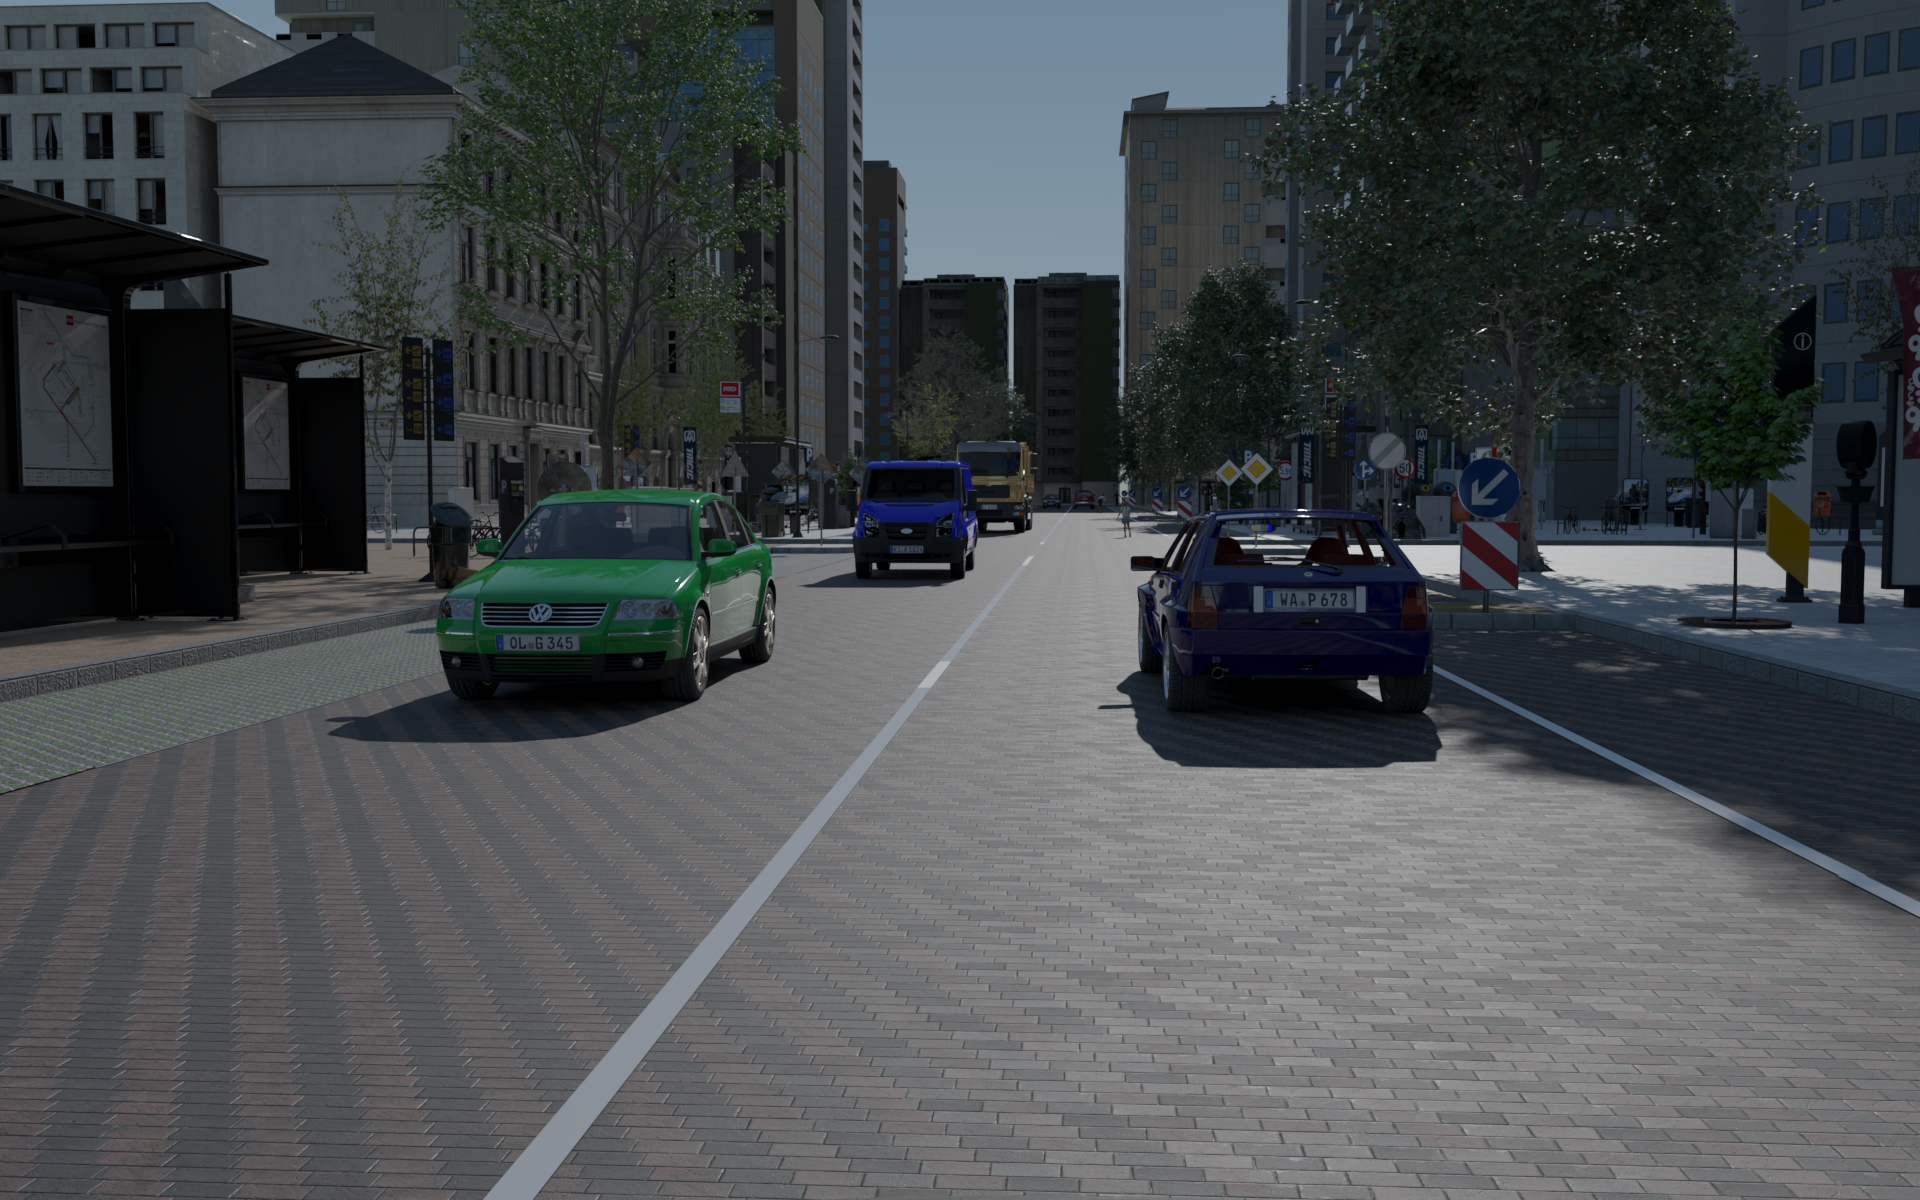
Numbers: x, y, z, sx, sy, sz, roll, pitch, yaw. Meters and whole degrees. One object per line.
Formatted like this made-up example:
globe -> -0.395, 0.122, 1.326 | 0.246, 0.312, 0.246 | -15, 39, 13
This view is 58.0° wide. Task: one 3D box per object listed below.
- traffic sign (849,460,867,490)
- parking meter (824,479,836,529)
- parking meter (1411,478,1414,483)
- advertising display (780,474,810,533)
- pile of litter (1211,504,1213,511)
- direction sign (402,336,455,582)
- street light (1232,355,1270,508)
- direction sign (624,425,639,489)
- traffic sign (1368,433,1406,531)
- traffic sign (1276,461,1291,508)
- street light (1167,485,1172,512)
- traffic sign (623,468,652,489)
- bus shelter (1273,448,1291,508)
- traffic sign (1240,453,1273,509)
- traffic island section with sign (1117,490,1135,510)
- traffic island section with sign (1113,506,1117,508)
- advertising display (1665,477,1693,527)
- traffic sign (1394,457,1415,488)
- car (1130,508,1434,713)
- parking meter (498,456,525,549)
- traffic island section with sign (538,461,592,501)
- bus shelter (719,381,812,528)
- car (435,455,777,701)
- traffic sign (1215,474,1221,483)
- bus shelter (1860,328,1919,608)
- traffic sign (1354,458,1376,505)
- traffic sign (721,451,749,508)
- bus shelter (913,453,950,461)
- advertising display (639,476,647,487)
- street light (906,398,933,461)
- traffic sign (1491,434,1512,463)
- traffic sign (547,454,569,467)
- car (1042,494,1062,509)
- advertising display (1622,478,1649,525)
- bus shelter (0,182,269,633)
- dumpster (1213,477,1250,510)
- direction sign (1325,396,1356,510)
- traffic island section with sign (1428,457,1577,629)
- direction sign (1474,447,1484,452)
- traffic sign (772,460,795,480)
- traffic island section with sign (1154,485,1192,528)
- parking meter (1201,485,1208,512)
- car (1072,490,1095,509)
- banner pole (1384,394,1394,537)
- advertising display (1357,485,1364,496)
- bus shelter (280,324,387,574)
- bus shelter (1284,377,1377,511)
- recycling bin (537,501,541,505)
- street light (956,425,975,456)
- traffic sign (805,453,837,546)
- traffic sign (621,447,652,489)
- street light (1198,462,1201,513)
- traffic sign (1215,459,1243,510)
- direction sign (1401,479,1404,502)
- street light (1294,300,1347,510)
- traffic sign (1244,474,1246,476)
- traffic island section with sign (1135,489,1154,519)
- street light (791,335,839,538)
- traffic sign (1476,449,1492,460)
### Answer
traffic sign -> -2.864, -2.882, 50.758 | 0.795, 2.450, 0.064 | 0, 4, 4
parking meter -> -4.760, -3.525, 63.351 | 0.399, 1.863, 0.255 | -3, 5, -44
parking meter -> 16.626, -3.511, 63.109 | 0.255, 1.863, 0.399 | -2, 4, -34
advertising display -> -5.375, -3.139, 56.533 | 0.974, 1.923, 0.123 | 0, 4, 6
pile of litter -> 15.042, -5.470, 103.395 | 1.176, 0.858, 1.719 | 0, 4, 5
direction sign -> -7.745, -2.037, 25.299 | 0.379, 3.537, 0.876 | 2, 4, 35
street light -> 9.749, -5.211, 57.748 | 1.470, 5.913, 1.316 | 0, 4, 4
direction sign -> -10.764, -3.968, 56.868 | 0.379, 3.537, 0.876 | 1, 4, 22
traffic sign -> 8.847, -2.193, 35.969 | 0.768, 2.556, 0.104 | 0, 4, 6
traffic sign -> 12.438, -4.047, 66.270 | 0.768, 2.556, 0.104 | 1, 4, 9
street light -> 14.506, -9.281, 124.283 | 1.470, 5.913, 1.316 | 0, 4, 4
traffic sign -> -9.462, -3.110, 50.845 | 0.884, 2.594, 0.081 | 1, 4, 9
bus shelter -> 14.276, -4.755, 71.670 | 2.014, 3.302, 5.546 | 0, 4, 4
traffic sign -> 7.191, -2.348, 42.027 | 0.795, 2.450, 0.064 | 0, 4, 4
traffic island section with sign -> 14.941, -8.743, 151.571 | 1.989, 1.847, 2.006 | 0, 4, 4
traffic island section with sign -> 16.878, -10.426, 179.090 | 1.989, 1.847, 2.006 | 0, 4, 4
advertising display -> 28.029, -3.809, 67.498 | 0.974, 1.923, 0.123 | 1, 4, 16
traffic sign -> 15.228, -3.620, 59.294 | 0.768, 2.556, 0.104 | 1, 4, 10
car -> 2.256, -0.008, 12.718 | 1.945, 1.354, 3.894 | 0, 4, 2
parking meter -> -6.914, -1.288, 26.769 | 0.255, 1.863, 0.399 | -3, 5, -39
traffic island section with sign -> -4.716, -0.706, 20.170 | 1.989, 1.847, 2.006 | 0, 4, 4
bus shelter -> -7.249, -5.287, 64.081 | 2.179, 5.291, 8.768 | 0, 4, 4
car -> -2.583, -0.286, 13.469 | 1.959, 1.807, 4.718 | 0, 4, 3
traffic sign -> 14.034, -5.674, 92.881 | 0.768, 2.556, 0.104 | 1, 4, 9
bus shelter -> 11.049, -1.408, 16.940 | 2.014, 3.302, 5.546 | 0, 4, 4
traffic sign -> 14.423, -3.767, 61.691 | 0.768, 2.556, 0.104 | 1, 4, 8
traffic sign -> -6.796, -3.195, 52.238 | 0.884, 2.594, 0.081 | 1, 4, 11
bus shelter -> -1.721, -6.848, 103.252 | 1.731, 3.624, 6.357 | 0, 4, 4
advertising display -> -11.741, -3.590, 63.904 | 0.123, 1.923, 0.974 | -2, 4, -25
street light -> -2.007, -6.787, 83.511 | 1.470, 5.913, 1.316 | 0, 4, 4
traffic sign -> 11.443, -2.201, 36.084 | 0.768, 2.556, 0.104 | 1, 4, 11
traffic sign -> -10.234, -2.570, 44.153 | 0.606, 2.300, 0.079 | 1, 4, 12
car -> 9.124, -9.894, 171.553 | 2.009, 1.686, 4.222 | 0, 4, 6
advertising display -> 27.706, -4.032, 71.141 | 0.974, 1.923, 0.123 | 0, 4, 8
bus shelter -> -8.002, -1.418, 14.468 | 1.731, 3.624, 6.357 | 0, 4, 4
dumpster -> 11.443, -4.296, 72.739 | 1.502, 2.255, 1.985 | 0, 4, 4
direction sign -> 8.849, -2.955, 40.313 | 0.379, 3.537, 0.876 | -3, 4, -37
traffic island section with sign -> 5.622, -0.657, 19.367 | 1.989, 1.847, 2.006 | 0, 4, 4
direction sign -> 25.095, -5.619, 83.872 | 0.379, 3.537, 0.876 | -1, 4, -11
traffic sign -> -5.943, -3.495, 58.321 | 0.795, 2.450, 0.064 | 0, 4, 5
traffic island section with sign -> 9.509, -4.035, 74.606 | 1.989, 1.847, 2.006 | 0, 4, 4
parking meter -> 16.558, -6.819, 117.205 | 0.399, 1.863, 0.255 | -1, 4, -14
car -> 11.918, -9.675, 166.862 | 2.281, 1.827, 5.304 | 0, 4, 2
banner pole -> 9.555, -2.972, 38.617 | 0.401, 3.779, 0.863 | 2, 4, 29
advertising display -> 27.013, -6.873, 117.585 | 0.123, 1.923, 0.974 | -3, 5, -43
bus shelter -> -10.214, -2.046, 24.736 | 1.731, 3.624, 6.357 | 0, 4, 4
bus shelter -> 11.989, -4.867, 57.207 | 2.179, 5.291, 8.768 | 0, 4, 4
recycling bin -> -14.311, -2.942, 60.662 | 0.722, 1.027, 0.722 | 3, 4, 38
street light -> 0.287, -8.786, 116.191 | 1.470, 5.913, 1.316 | 0, 4, 4
traffic sign -> -3.425, -2.395, 42.793 | 0.795, 2.450, 0.064 | 0, 4, 4
traffic sign -> -7.993, -2.547, 42.823 | 0.795, 2.450, 0.064 | 1, 4, 9
street light -> 12.143, -7.282, 91.608 | 1.470, 5.913, 1.316 | 0, 4, 4
traffic sign -> 7.752, -2.835, 49.992 | 0.795, 2.450, 0.064 | 0, 4, 4
direction sign -> 25.332, -6.559, 99.229 | 0.379, 3.537, 0.876 | 0, 4, 4
street light -> 8.693, -4.221, 41.550 | 1.470, 5.913, 1.316 | 0, 4, 4
traffic sign -> 17.195, -6.340, 103.759 | 0.768, 2.556, 0.104 | 1, 4, 10
traffic island section with sign -> 11.413, -5.680, 101.494 | 1.989, 1.847, 2.006 | 0, 4, 4
street light -> -4.243, -4.788, 50.827 | 1.470, 5.913, 1.316 | 0, 4, 4
traffic sign -> 11.646, -2.202, 38.133 | 0.606, 2.300, 0.079 | 1, 4, 13
